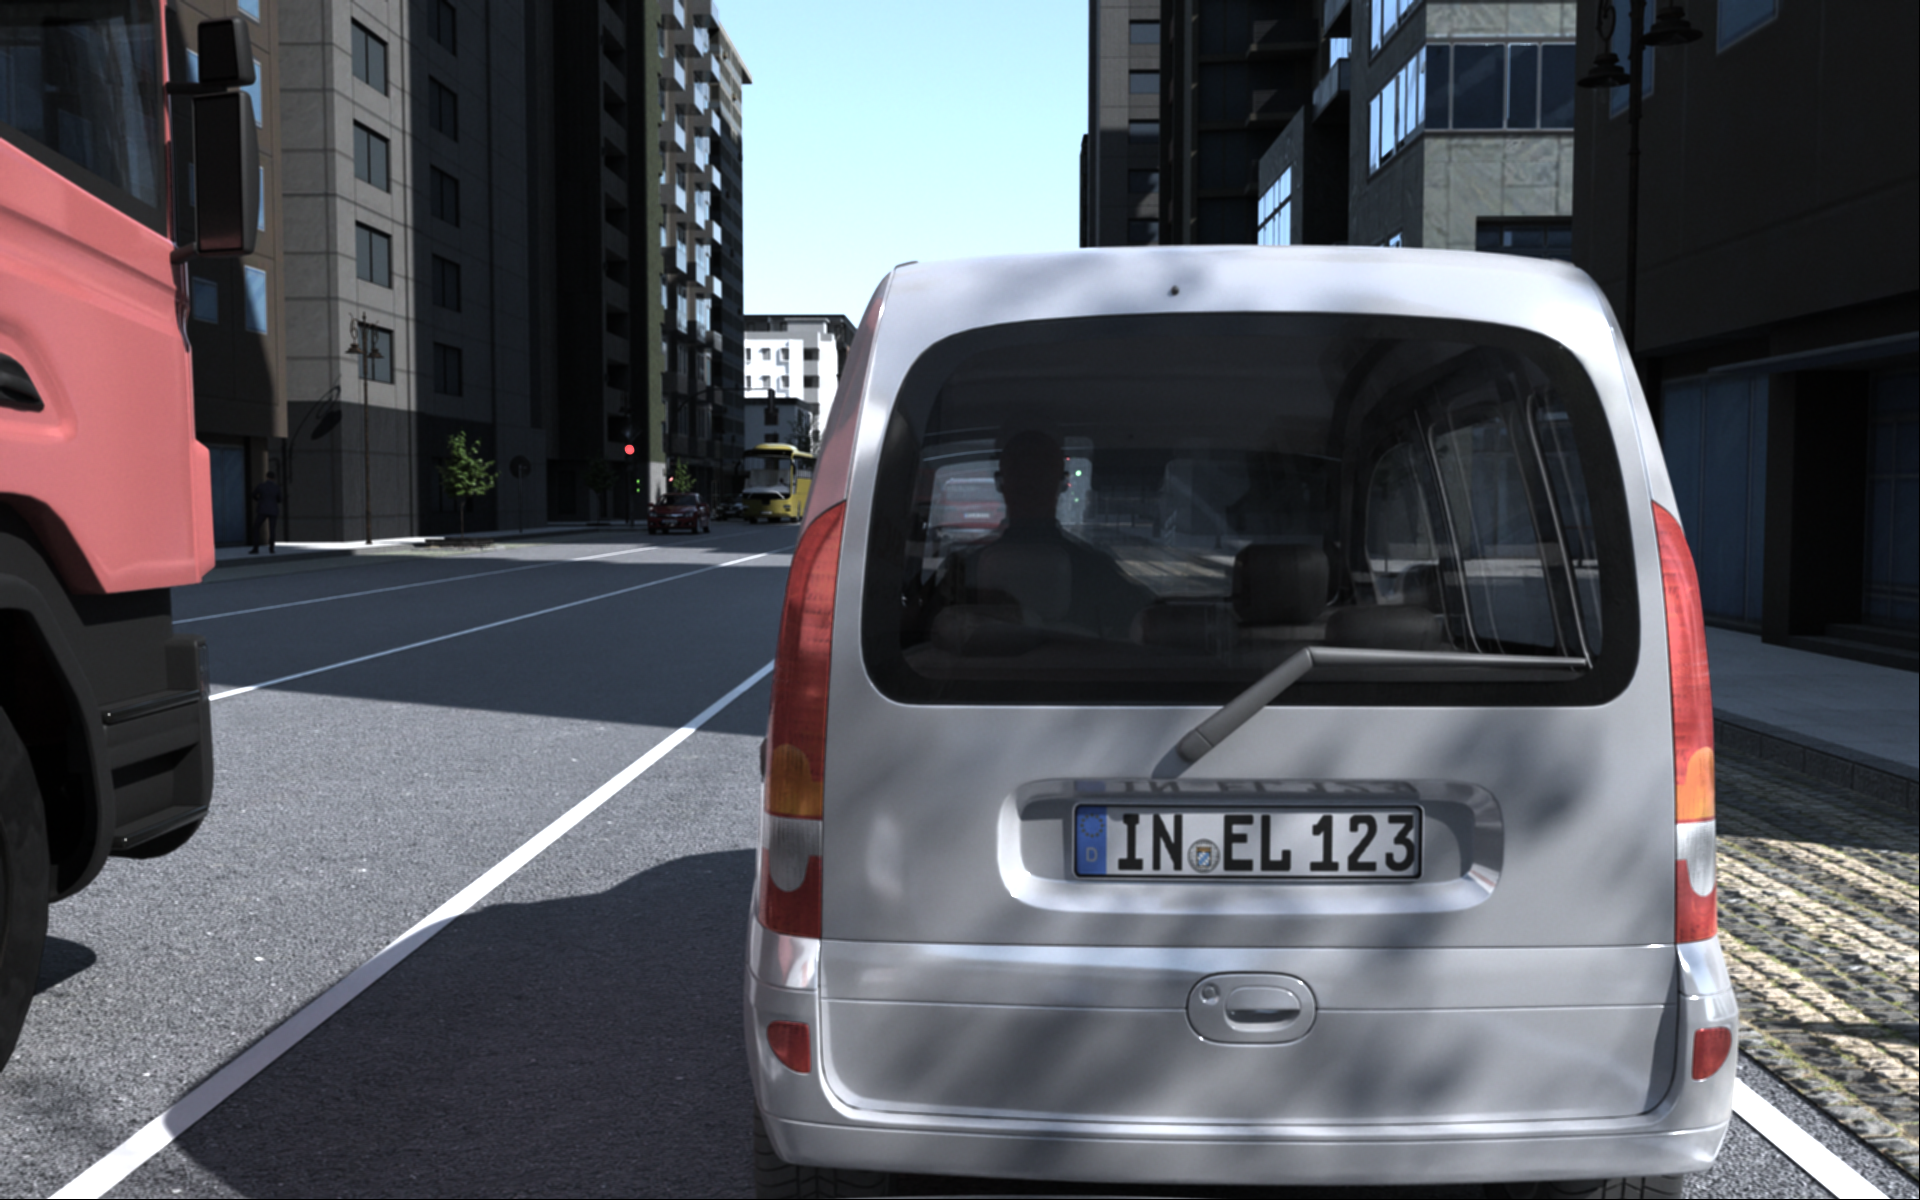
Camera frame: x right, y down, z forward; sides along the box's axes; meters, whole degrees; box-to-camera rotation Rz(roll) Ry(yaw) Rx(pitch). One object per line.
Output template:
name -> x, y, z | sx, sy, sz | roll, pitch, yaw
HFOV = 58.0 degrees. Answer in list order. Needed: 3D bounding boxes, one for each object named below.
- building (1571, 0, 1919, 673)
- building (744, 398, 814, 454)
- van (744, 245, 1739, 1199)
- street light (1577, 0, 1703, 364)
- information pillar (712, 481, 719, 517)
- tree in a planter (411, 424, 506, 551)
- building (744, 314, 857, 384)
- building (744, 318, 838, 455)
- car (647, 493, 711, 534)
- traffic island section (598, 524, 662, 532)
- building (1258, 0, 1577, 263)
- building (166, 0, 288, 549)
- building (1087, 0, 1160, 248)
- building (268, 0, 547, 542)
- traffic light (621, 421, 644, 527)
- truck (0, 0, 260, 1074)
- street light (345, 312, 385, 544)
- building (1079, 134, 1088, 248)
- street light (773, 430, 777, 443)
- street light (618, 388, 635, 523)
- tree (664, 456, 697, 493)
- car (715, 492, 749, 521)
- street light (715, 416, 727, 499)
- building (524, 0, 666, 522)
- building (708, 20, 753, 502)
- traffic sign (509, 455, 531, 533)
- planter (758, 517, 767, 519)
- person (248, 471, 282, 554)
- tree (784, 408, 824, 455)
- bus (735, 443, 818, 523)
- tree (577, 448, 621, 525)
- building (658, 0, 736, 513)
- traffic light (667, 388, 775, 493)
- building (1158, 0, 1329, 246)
building -> 13.562, -22.068, 10.929 | 14.600, 45.320, 14.200 | 0, 4, 1
building -> -18.446, -13.612, 164.702 | 9.099, 9.664, 28.070 | 0, 4, 1
van -> 0.483, 0.148, 4.591 | 2.013, 2.044, 4.112 | 0, 4, 1
street light -> 5.515, -2.535, 14.234 | 0.468, 5.910, 1.993 | 0, 4, 1
information pillar -> -13.592, -5.620, 96.372 | 0.304, 2.012, 0.304 | 2, 4, 25
tree in a planter -> -12.760, -2.879, 44.301 | 1.991, 3.239, 1.994 | 0, 4, 1
building -> -29.110, -22.460, 211.197 | 32.646, 21.610, 27.936 | 0, 4, 1
building -> -20.962, -20.049, 184.225 | 16.016, 20.091, 11.380 | 0, 4, 1
car -> -10.178, -3.293, 62.876 | 2.155, 1.783, 4.494 | 0, 3, 0
traffic island section -> -12.625, -2.710, 66.583 | 2.009, 0.180, 2.903 | 0, 4, 1
building -> 18.196, -44.829, 45.629 | 22.319, 86.520, 31.000 | 0, 4, 1
building -> -24.020, -23.576, 35.579 | 14.600, 45.320, 14.200 | 0, 4, 1
building -> 19.364, -35.337, 119.761 | 21.231, 58.520, 28.212 | 0, 4, 1
building -> -26.324, -37.675, 54.233 | 20.611, 71.187, 20.563 | 0, 4, 1
traffic light -> -12.585, -4.742, 66.447 | 0.839, 4.253, 0.868 | 0, 4, 1
truck -> -3.403, -0.690, 0.199 | 2.839, 4.237, 11.283 | 0, 4, 1
street light -> -15.109, -4.361, 44.094 | 0.468, 5.910, 1.993 | 0, 4, 1
building -> 16.667, -22.640, 141.859 | 14.160, 30.474, 14.107 | 0, 4, 1
street light -> -13.397, -9.359, 125.811 | 0.468, 5.910, 1.993 | 0, 4, 1
street light -> -14.524, -6.277, 75.415 | 0.468, 5.910, 1.993 | 0, 4, 1
tree -> -14.103, -5.687, 87.579 | 1.663, 3.219, 1.824 | 0, 3, 0
car -> -11.970, -5.044, 92.259 | 2.009, 1.686, 4.222 | 0, 4, -1
street light -> -13.870, -7.818, 100.611 | 0.468, 5.910, 1.993 | 0, 4, 1
building -> -22.448, -19.013, 82.556 | 14.160, 30.474, 14.107 | 0, 4, 1
building -> -29.667, -26.944, 132.414 | 32.217, 40.220, 23.993 | 0, 4, 1
traffic sign -> -14.497, -3.486, 57.101 | 0.768, 2.556, 0.104 | 1, 4, 10
planter -> -11.607, -4.827, 100.069 | 1.991, 0.319, 1.994 | 0, 4, 1
person -> -14.998, -1.887, 37.352 | 0.683, 1.767, 0.568 | -2, 4, -34
tree -> -12.847, -12.064, 147.605 | 4.737, 8.622, 4.395 | 0, 3, 0
bus -> -8.979, -5.883, 87.741 | 2.896, 3.916, 12.252 | 0, 4, 2
tree -> -15.184, -4.812, 73.283 | 1.663, 3.219, 1.824 | 0, 3, 0
building -> -26.843, -29.667, 104.667 | 23.786, 49.044, 30.456 | 0, 4, 1
traffic light -> -10.326, -6.101, 74.422 | 4.771, 5.953, 1.251 | 0, 4, 1
building -> 22.535, -26.282, 84.333 | 28.867, 44.769, 22.147 | 0, 4, 1
